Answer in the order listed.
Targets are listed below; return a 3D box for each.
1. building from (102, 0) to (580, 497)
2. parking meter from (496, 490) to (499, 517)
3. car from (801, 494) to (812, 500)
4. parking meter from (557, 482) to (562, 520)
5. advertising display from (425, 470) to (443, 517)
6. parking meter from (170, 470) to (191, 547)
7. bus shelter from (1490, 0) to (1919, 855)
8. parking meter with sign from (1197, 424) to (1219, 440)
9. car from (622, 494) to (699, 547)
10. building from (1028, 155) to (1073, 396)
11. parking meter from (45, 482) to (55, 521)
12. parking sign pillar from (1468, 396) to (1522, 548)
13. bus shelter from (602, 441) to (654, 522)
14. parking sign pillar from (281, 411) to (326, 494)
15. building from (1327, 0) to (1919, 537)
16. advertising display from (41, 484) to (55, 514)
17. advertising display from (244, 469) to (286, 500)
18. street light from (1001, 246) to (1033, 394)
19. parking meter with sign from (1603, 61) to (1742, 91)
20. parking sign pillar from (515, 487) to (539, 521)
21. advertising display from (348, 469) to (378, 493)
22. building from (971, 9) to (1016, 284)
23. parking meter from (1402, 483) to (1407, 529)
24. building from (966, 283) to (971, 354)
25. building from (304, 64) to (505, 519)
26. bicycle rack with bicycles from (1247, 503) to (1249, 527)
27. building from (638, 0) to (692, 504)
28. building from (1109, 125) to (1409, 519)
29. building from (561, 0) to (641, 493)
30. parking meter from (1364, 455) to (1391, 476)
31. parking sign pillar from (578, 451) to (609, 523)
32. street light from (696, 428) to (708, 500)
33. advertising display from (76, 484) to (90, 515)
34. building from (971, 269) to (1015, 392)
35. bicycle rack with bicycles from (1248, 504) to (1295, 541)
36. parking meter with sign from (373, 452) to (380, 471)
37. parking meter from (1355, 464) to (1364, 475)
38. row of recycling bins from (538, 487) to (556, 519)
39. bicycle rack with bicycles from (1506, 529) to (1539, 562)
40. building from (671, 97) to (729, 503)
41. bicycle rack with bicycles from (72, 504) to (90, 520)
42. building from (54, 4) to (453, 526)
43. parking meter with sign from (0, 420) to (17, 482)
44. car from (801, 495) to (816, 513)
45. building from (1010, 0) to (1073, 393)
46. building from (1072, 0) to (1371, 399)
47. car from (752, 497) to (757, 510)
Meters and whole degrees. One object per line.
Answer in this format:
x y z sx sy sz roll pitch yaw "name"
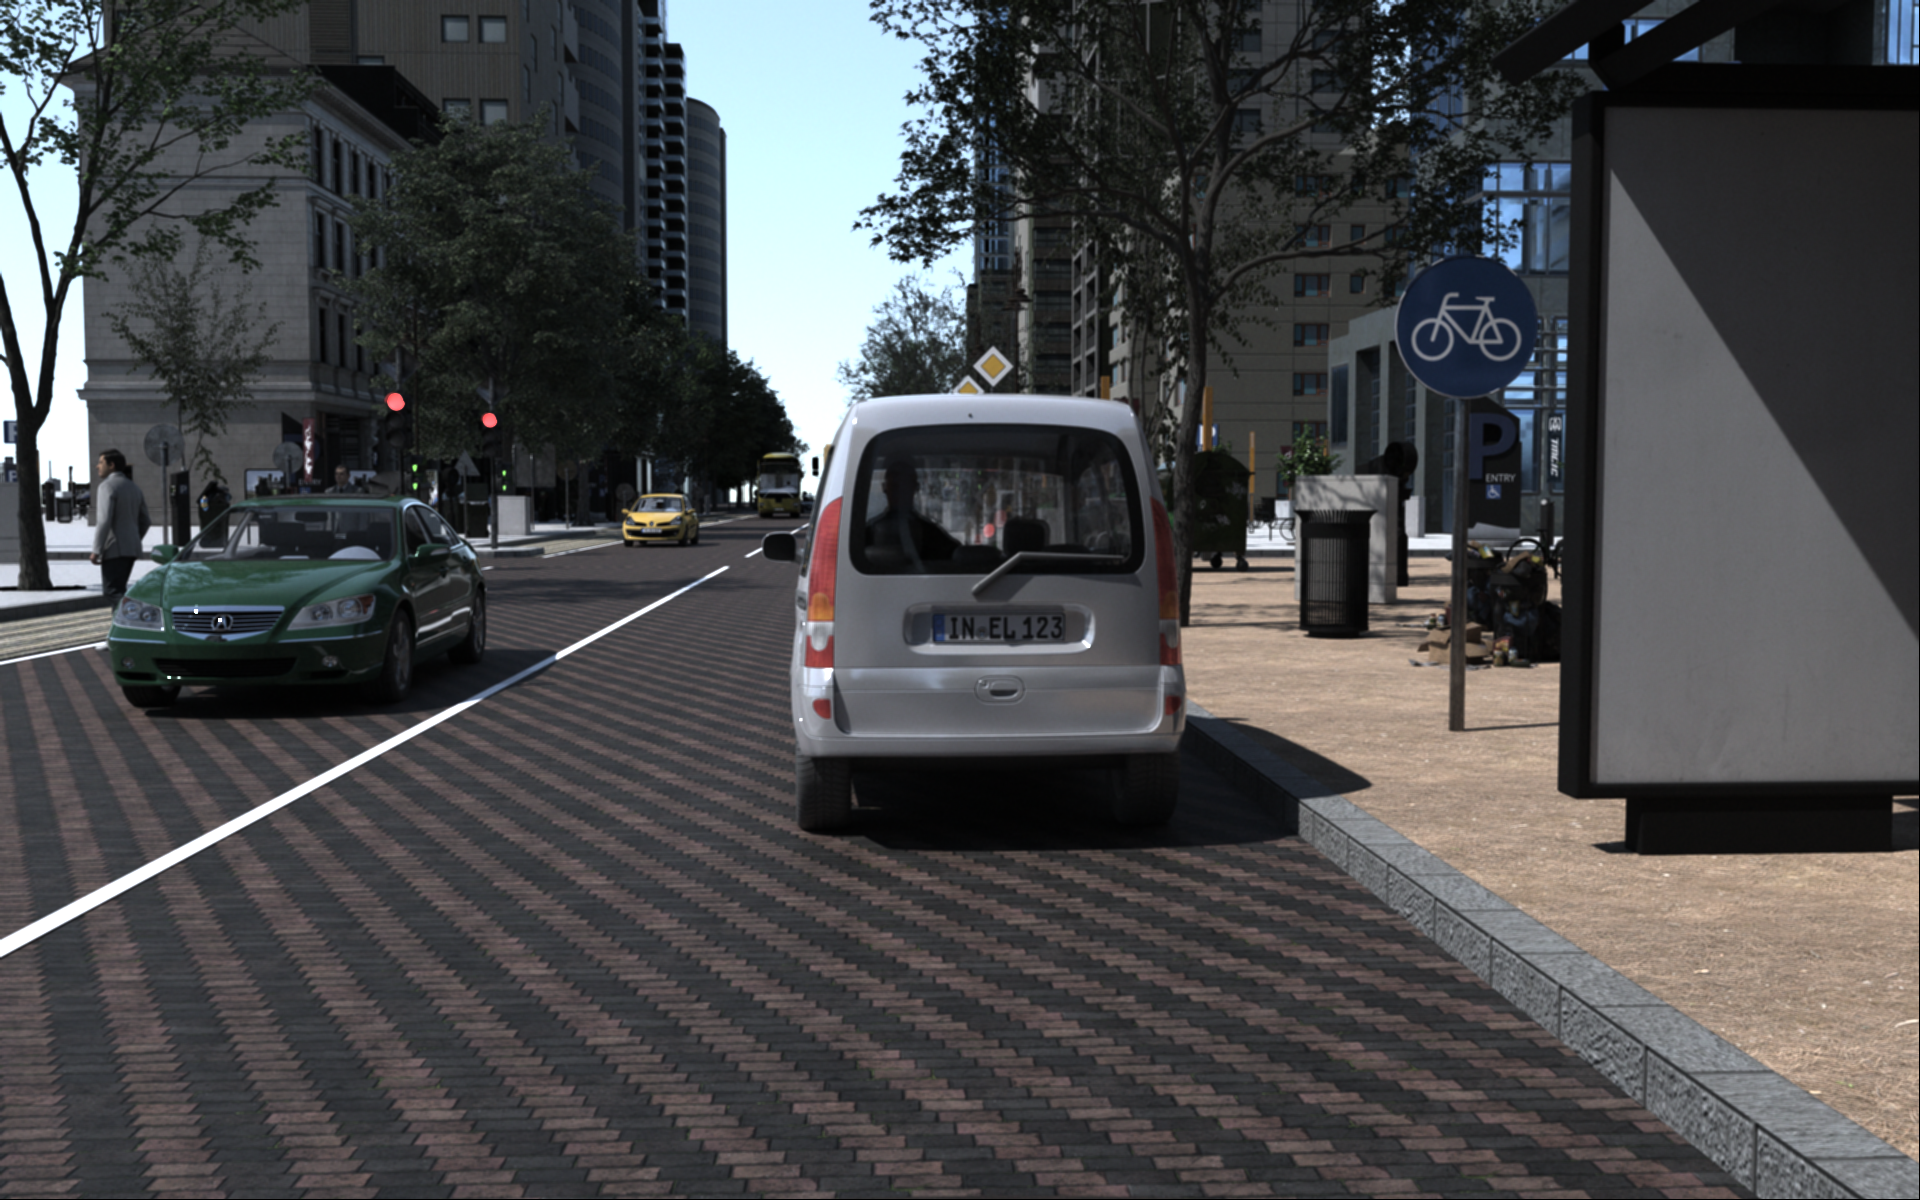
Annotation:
-43.137 -32.872 126.690 28.713 52.752 27.495 0 4 -3 "building"
-25.859 -5.411 96.887 0.372 1.533 0.369 0 3 0 "parking meter"
-22.308 -14.965 254.894 2.015 1.641 3.980 0 4 -4 "car"
-20.067 -4.963 86.850 0.255 1.863 0.399 -1 4 -8 "parking meter"
-14.007 -2.504 46.146 0.123 1.923 0.974 -3 4 -36 "advertising display"
-18.933 -2.223 42.056 0.255 1.863 0.399 2 4 33 "parking meter"
3.085 -0.594 3.639 2.014 3.302 5.546 0 4 -3 "bus shelter"
5.814 -2.825 42.443 0.543 3.016 1.738 2 4 25 "parking meter with sign"
-8.309 -2.325 48.242 2.015 1.641 3.980 0 4 -2 "car"
12.566 -22.930 146.610 14.160 30.474 14.107 0 4 -3 "building"
-43.175 -4.676 82.167 0.255 1.863 0.399 0 4 8 "parking meter"
12.840 -3.261 41.783 1.447 3.967 1.447 0 4 7 "parking sign pillar"
-16.287 -6.477 83.535 2.179 5.291 8.768 0 4 -3 "bus shelter"
-21.428 -4.166 56.590 1.447 3.967 1.447 -1 4 -22 "parking sign pillar"
30.013 -45.777 61.118 31.000 86.520 22.319 0 4 -3 "building"
-57.604 -6.384 109.585 0.123 1.923 0.974 2 4 32 "advertising display"
-17.700 -2.383 44.168 0.974 1.923 0.123 -1 4 -17 "advertising display"
1.061 -3.653 32.510 0.468 5.910 1.993 0 4 -3 "street light"
3.386 -0.712 7.902 0.543 3.016 1.738 2 4 33 "parking meter with sign"
-20.949 -5.812 83.500 1.447 3.967 1.447 2 4 28 "parking sign pillar"
-15.491 -2.416 44.715 0.974 1.923 0.123 -3 5 -44 "advertising display"
10.550 -57.868 258.807 22.319 86.520 31.000 0 4 -3 "building"
6.177 -1.000 24.768 0.372 1.533 0.369 0 3 0 "parking meter"
7.731 -28.509 237.820 14.160 30.474 14.107 0 4 -3 "building"
-33.446 -16.392 97.680 12.332 23.373 15.834 0 4 -3 "building"
10.591 -3.151 64.894 2.925 0.926 2.852 -1 4 -22 "bicycle rack with bicycles"
-45.576 -55.661 222.721 22.319 86.520 31.000 0 4 -3 "building"
24.654 -15.786 103.133 27.650 21.520 28.899 0 4 -3 "building"
-40.995 -37.476 154.733 21.231 58.520 28.212 0 4 -3 "building"
6.295 -1.235 25.903 0.255 1.863 0.399 -1 4 -19 "parking meter"
-16.284 -5.386 76.536 1.447 3.967 1.447 2 4 33 "parking sign pillar"
-16.753 -8.480 111.432 0.468 5.910 1.993 0 4 -3 "street light"
-54.299 -6.237 107.194 0.123 1.923 0.974 3 5 41 "advertising display"
9.270 -27.621 223.300 14.160 30.474 14.107 0 4 -3 "building"
9.857 -2.062 47.101 2.925 0.926 2.852 -1 4 -16 "bicycle rack with bicycles"
-23.371 -4.628 71.925 1.738 3.016 0.543 -2 4 -35 "parking meter with sign"
7.120 -1.512 30.430 0.399 1.863 0.255 1 4 23 "parking meter"
-21.566 -4.869 86.728 1.069 1.692 3.534 2 4 24 "row of recycling bins"
9.505 -0.728 25.280 2.925 0.926 2.852 1 4 17 "bicycle rack with bicycles"
-45.630 -43.502 253.249 21.231 58.520 28.212 0 4 -3 "building"
-43.246 -4.511 87.140 2.925 0.926 2.852 -1 4 -13 "bicycle rack with bicycles"
-30.309 -13.387 69.782 10.553 20.767 40.483 0 4 -3 "building"
-22.852 -2.785 41.794 0.543 3.016 1.738 -3 4 -36 "parking meter with sign"
-11.236 -7.267 131.398 1.945 1.354 3.894 0 4 -5 "car"
19.833 -35.392 167.894 28.713 52.752 27.495 0 4 -3 "building"
17.550 -42.204 128.285 20.563 71.187 20.611 0 4 -3 "building"
-16.308 -8.308 144.624 1.959 1.807 4.718 0 4 -2 "car"
